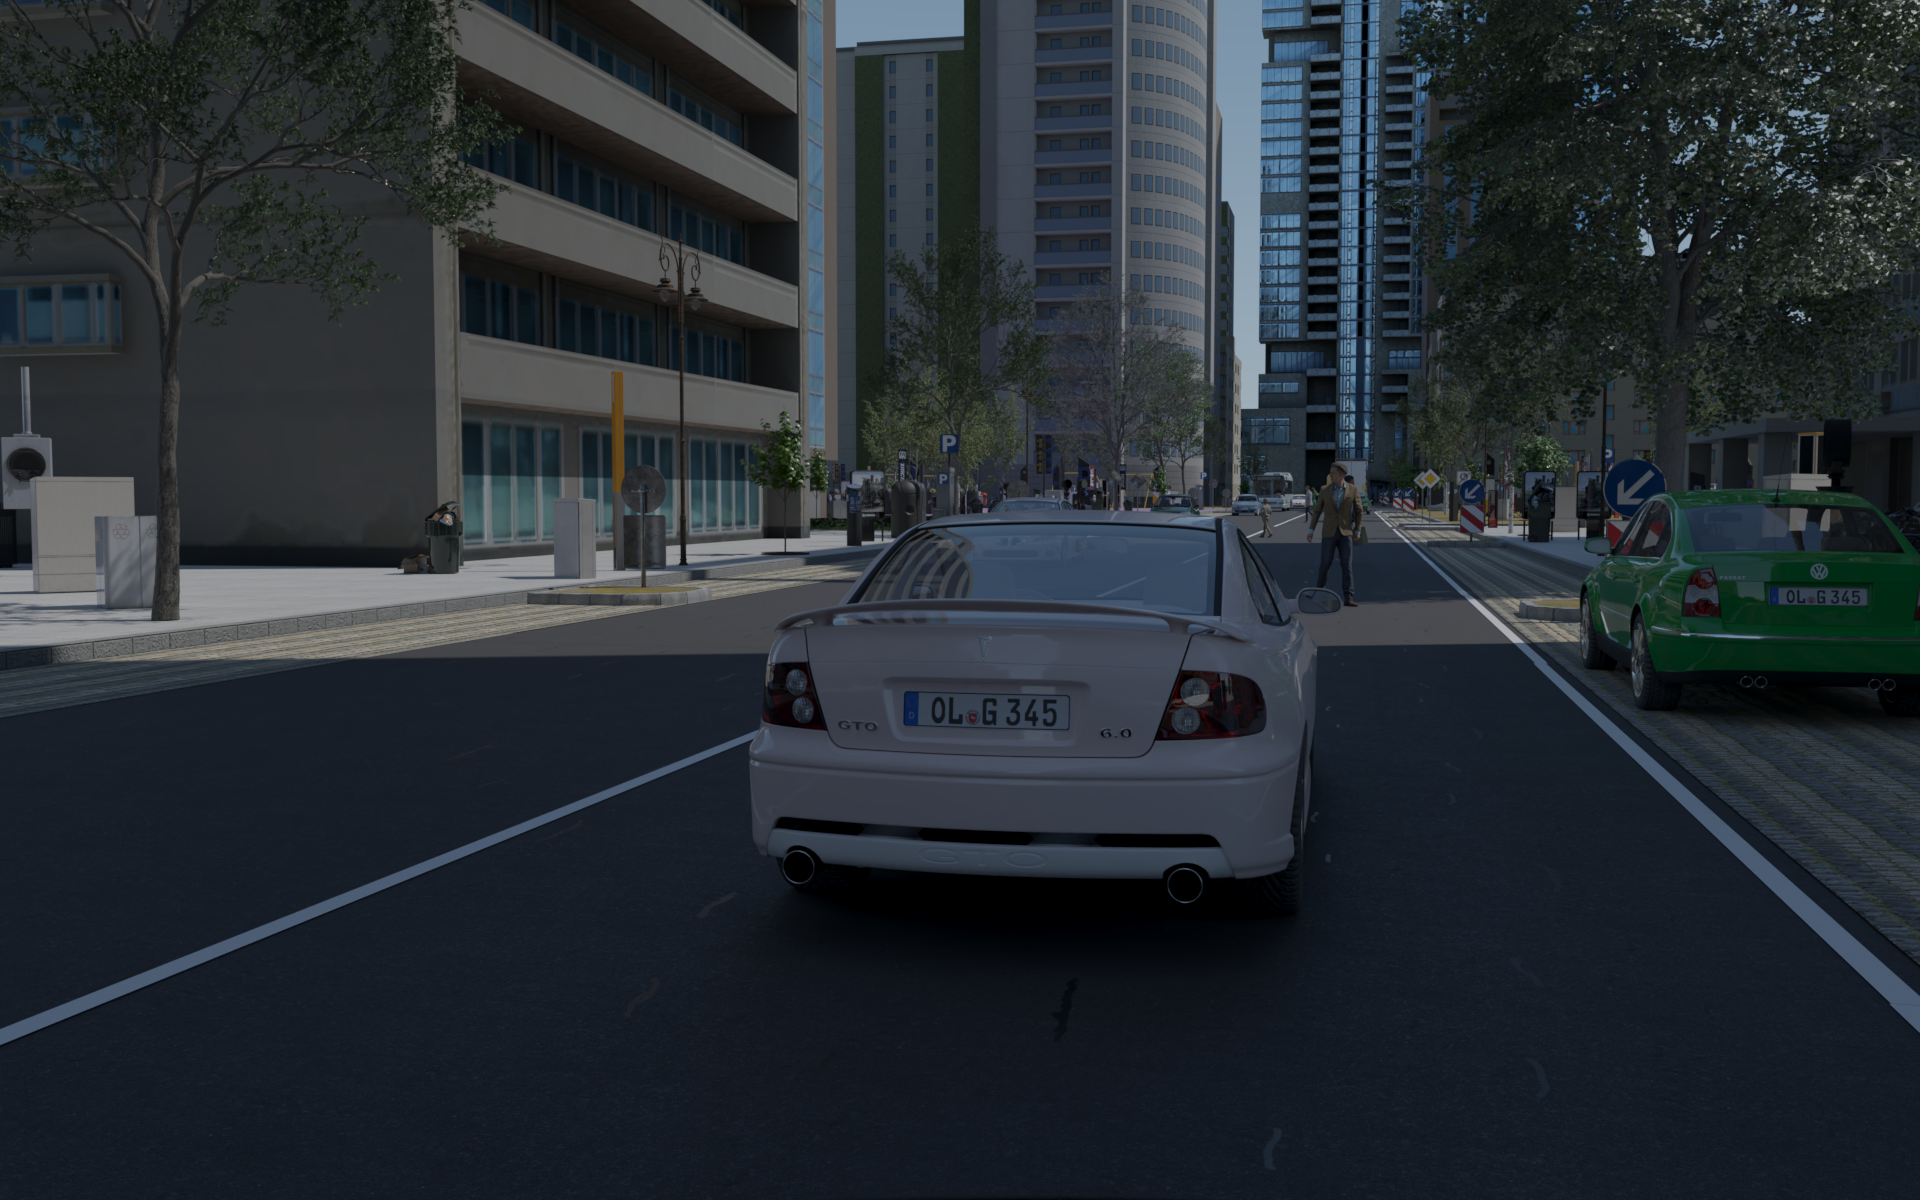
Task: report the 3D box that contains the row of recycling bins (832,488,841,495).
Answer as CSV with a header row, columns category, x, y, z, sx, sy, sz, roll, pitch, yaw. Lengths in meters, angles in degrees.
category,x,y,z,sx,sy,sz,roll,pitch,yaw
row of recycling bins,-10.067,-9.092,155.768,1.069,1.692,3.534,3,5,40

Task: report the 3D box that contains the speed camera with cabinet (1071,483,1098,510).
category,x,y,z,sx,sy,sz,roll,pitch,yaw
speed camera with cabinet,9.499,-8.430,132.168,2.038,3.252,0.660,2,4,24

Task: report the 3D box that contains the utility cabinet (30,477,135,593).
category,x,y,z,sx,sy,sz,roll,pitch,yaw
utility cabinet,-11.459,-0.854,22.649,1.173,1.500,0.318,-3,5,-40

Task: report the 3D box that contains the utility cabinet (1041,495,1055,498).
category,x,y,z,sx,sy,sz,roll,pitch,yaw
utility cabinet,4.033,-4.418,83.403,1.020,1.237,0.306,2,4,25

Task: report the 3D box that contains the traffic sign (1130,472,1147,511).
category,x,y,z,sx,sy,sz,roll,pitch,yaw
traffic sign,8.135,-4.625,79.254,0.795,2.450,0.064,1,4,13

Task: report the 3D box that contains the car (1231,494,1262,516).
category,x,y,z,sx,sy,sz,roll,pitch,yaw
car,19.084,-6.311,115.193,2.014,1.417,4.499,1,4,14

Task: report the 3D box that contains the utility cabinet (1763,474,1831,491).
category,x,y,z,sx,sy,sz,roll,pitch,yaw
utility cabinet,9.340,-0.654,19.376,1.173,1.500,0.318,-3,5,-44

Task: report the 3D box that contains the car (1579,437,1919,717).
category,x,y,z,sx,sy,sz,roll,pitch,yaw
car,5.644,-0.231,12.572,1.959,1.807,4.718,1,4,13

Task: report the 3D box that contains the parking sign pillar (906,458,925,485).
category,x,y,z,sx,sy,sz,roll,pitch,yaw
parking sign pillar,-3.366,-8.762,131.737,1.447,3.967,1.447,1,4,22

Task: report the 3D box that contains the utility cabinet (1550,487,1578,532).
category,x,y,z,sx,sy,sz,roll,pitch,yaw
utility cabinet,19.820,-2.975,57.322,1.173,1.500,0.318,0,4,-1

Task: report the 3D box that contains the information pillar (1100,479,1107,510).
category,x,y,z,sx,sy,sz,roll,pitch,yaw
information pillar,7.175,-5.021,86.587,0.304,2.012,0.304,-1,4,-13

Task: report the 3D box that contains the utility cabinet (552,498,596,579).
category,x,y,z,sx,sy,sz,roll,pitch,yaw
utility cabinet,-5.909,-0.943,26.574,0.306,1.237,1.020,-2,4,-35

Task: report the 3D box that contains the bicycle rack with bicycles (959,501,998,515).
category,x,y,z,sx,sy,sz,roll,pitch,yaw
bicycle rack with bicycles,1.115,-4.812,92.055,2.852,0.926,2.925,0,4,-4

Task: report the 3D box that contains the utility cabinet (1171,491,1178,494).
category,x,y,z,sx,sy,sz,roll,pitch,yaw
utility cabinet,18.057,-8.521,148.000,1.173,1.500,0.318,-2,4,-26

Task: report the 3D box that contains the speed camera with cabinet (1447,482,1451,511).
category,x,y,z,sx,sy,sz,roll,pitch,yaw
speed camera with cabinet,37.427,-8.499,133.289,0.660,3.252,2.038,2,4,23

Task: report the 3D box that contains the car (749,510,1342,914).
category,x,y,z,sx,sy,sz,roll,pitch,yaw
car,0.572,0.301,7.433,2.083,1.381,4.827,1,4,12

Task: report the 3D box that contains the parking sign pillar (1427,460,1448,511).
category,x,y,z,sx,sy,sz,roll,pitch,yaw
parking sign pillar,35.494,-8.573,128.636,1.447,3.967,1.447,0,4,-1

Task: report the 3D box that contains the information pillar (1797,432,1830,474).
category,x,y,z,sx,sy,sz,roll,pitch,yaw
information pillar,10.265,-0.997,20.792,0.304,2.012,0.304,-1,4,-14

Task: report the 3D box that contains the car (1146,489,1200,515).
category,x,y,z,sx,sy,sz,roll,pitch,yaw
car,8.234,-3.474,66.580,2.009,1.686,4.222,1,4,13

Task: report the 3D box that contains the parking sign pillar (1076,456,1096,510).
category,x,y,z,sx,sy,sz,roll,pitch,yaw
parking sign pillar,9.049,-8.276,123.789,1.447,3.967,1.447,1,4,17

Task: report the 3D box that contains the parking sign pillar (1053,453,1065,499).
category,x,y,z,sx,sy,sz,roll,pitch,yaw
parking sign pillar,6.482,-7.656,113.655,1.447,3.967,1.447,1,4,20

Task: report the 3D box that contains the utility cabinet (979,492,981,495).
category,x,y,z,sx,sy,sz,roll,pitch,yaw
utility cabinet,1.294,-8.830,153.048,1.173,1.500,0.318,-3,4,-36

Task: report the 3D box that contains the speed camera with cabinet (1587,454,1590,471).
category,x,y,z,sx,sy,sz,roll,pitch,yaw
speed camera with cabinet,31.204,-5.562,85.270,0.660,3.252,2.038,1,4,13

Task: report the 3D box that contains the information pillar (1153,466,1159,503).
category,x,y,z,sx,sy,sz,roll,pitch,yaw
information pillar,15.950,-9.145,140.871,0.504,3.616,0.183,0,4,-4

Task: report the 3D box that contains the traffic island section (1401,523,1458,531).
category,x,y,z,sx,sy,sz,roll,pitch,yaw
traffic island section,18.657,-2.841,68.727,2.009,0.180,2.903,1,4,13

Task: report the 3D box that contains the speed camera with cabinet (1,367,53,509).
category,x,y,z,sx,sy,sz,roll,pitch,yaw
speed camera with cabinet,-15.080,-1.971,26.566,2.038,3.252,0.660,-2,4,-25

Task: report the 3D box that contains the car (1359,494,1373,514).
category,x,y,z,sx,sy,sz,roll,pitch,yaw
car,28.256,-6.812,123.172,2.131,1.459,4.920,1,4,14

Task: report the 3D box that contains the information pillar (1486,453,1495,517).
category,x,y,z,sx,sy,sz,roll,pitch,yaw
information pillar,29.778,-6.483,97.357,0.504,3.616,0.183,0,4,1

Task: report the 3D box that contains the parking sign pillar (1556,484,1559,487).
category,x,y,z,sx,sy,sz,roll,pitch,yaw
parking sign pillar,33.268,-6.710,98.185,1.447,3.967,1.447,-3,4,-39

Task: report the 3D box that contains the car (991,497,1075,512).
category,x,y,z,sx,sy,sz,roll,pitch,yaw
car,1.454,-1.398,35.216,2.083,1.381,4.827,1,4,12

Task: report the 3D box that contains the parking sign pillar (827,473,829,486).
category,x,y,z,sx,sy,sz,roll,pitch,yaw
parking sign pillar,-11.007,-9.083,136.972,1.447,3.967,1.447,-1,4,-14

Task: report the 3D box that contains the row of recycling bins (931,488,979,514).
category,x,y,z,sx,sy,sz,roll,pitch,yaw
row of recycling bins,-0.540,-6.311,110.290,3.534,1.692,1.069,0,4,8

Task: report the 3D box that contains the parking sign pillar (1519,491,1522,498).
category,x,y,z,sx,sy,sz,roll,pitch,yaw
parking sign pillar,46.832,-9.451,142.994,1.447,3.967,1.447,0,4,2

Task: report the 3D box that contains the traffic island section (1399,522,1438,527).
category,x,y,z,sx,sy,sz,roll,pitch,yaw
traffic island section,20.435,-3.317,76.512,2.009,0.180,2.903,1,4,13

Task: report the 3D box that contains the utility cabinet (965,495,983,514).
category,x,y,z,sx,sy,sz,roll,pitch,yaw
utility cabinet,0.940,-6.116,111.162,1.020,1.237,0.306,-1,4,-14

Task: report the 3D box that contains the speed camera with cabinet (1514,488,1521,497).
category,x,y,z,sx,sy,sz,roll,pitch,yaw
speed camera with cabinet,42.553,-8.275,129.632,2.038,3.252,0.660,2,4,32

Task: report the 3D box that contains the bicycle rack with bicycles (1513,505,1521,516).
category,x,y,z,sx,sy,sz,roll,pitch,yaw
bicycle rack with bicycles,31.745,-5.390,101.504,2.852,0.926,2.925,0,4,1

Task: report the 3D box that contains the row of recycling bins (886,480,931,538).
category,x,y,z,sx,sy,sz,roll,pitch,yaw
row of recycling bins,-1.522,-2.735,51.838,1.069,1.692,3.534,0,4,1

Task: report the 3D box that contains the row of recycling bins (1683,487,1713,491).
category,x,y,z,sx,sy,sz,roll,pitch,yaw
row of recycling bins,39.745,-5.279,93.422,1.069,1.692,3.534,3,5,45

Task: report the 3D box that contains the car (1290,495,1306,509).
category,x,y,z,sx,sy,sz,roll,pitch,yaw
car,32.336,-9.341,165.093,2.083,1.381,4.827,1,4,13

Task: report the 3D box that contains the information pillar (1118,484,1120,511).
category,x,y,z,sx,sy,sz,roll,pitch,yaw
information pillar,9.824,-6.331,108.001,0.304,2.012,0.304,0,4,-4

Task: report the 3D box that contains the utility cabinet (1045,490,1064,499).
category,x,y,z,sx,sy,sz,roll,pitch,yaw
utility cabinet,5.150,-5.280,95.005,0.318,1.500,1.173,-3,5,-44

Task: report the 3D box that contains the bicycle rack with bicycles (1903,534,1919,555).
category,x,y,z,sx,sy,sz,roll,pitch,yaw
bicycle rack with bicycles,15.053,-0.934,28.651,2.852,0.926,2.925,-1,4,-14

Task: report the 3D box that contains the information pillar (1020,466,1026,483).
category,x,y,z,sx,sy,sz,roll,pitch,yaw
information pillar,5.176,-9.184,141.517,0.504,3.616,0.183,0,4,-3

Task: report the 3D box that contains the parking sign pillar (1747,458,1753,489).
category,x,y,z,sx,sy,sz,roll,pitch,yaw
parking sign pillar,49.135,-7.340,108.476,1.447,3.967,1.447,0,4,1

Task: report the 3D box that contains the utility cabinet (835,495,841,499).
category,x,y,z,sx,sy,sz,roll,pitch,yaw
utility cabinet,-8.294,-6.336,114.754,1.020,1.237,0.306,-2,4,-29
